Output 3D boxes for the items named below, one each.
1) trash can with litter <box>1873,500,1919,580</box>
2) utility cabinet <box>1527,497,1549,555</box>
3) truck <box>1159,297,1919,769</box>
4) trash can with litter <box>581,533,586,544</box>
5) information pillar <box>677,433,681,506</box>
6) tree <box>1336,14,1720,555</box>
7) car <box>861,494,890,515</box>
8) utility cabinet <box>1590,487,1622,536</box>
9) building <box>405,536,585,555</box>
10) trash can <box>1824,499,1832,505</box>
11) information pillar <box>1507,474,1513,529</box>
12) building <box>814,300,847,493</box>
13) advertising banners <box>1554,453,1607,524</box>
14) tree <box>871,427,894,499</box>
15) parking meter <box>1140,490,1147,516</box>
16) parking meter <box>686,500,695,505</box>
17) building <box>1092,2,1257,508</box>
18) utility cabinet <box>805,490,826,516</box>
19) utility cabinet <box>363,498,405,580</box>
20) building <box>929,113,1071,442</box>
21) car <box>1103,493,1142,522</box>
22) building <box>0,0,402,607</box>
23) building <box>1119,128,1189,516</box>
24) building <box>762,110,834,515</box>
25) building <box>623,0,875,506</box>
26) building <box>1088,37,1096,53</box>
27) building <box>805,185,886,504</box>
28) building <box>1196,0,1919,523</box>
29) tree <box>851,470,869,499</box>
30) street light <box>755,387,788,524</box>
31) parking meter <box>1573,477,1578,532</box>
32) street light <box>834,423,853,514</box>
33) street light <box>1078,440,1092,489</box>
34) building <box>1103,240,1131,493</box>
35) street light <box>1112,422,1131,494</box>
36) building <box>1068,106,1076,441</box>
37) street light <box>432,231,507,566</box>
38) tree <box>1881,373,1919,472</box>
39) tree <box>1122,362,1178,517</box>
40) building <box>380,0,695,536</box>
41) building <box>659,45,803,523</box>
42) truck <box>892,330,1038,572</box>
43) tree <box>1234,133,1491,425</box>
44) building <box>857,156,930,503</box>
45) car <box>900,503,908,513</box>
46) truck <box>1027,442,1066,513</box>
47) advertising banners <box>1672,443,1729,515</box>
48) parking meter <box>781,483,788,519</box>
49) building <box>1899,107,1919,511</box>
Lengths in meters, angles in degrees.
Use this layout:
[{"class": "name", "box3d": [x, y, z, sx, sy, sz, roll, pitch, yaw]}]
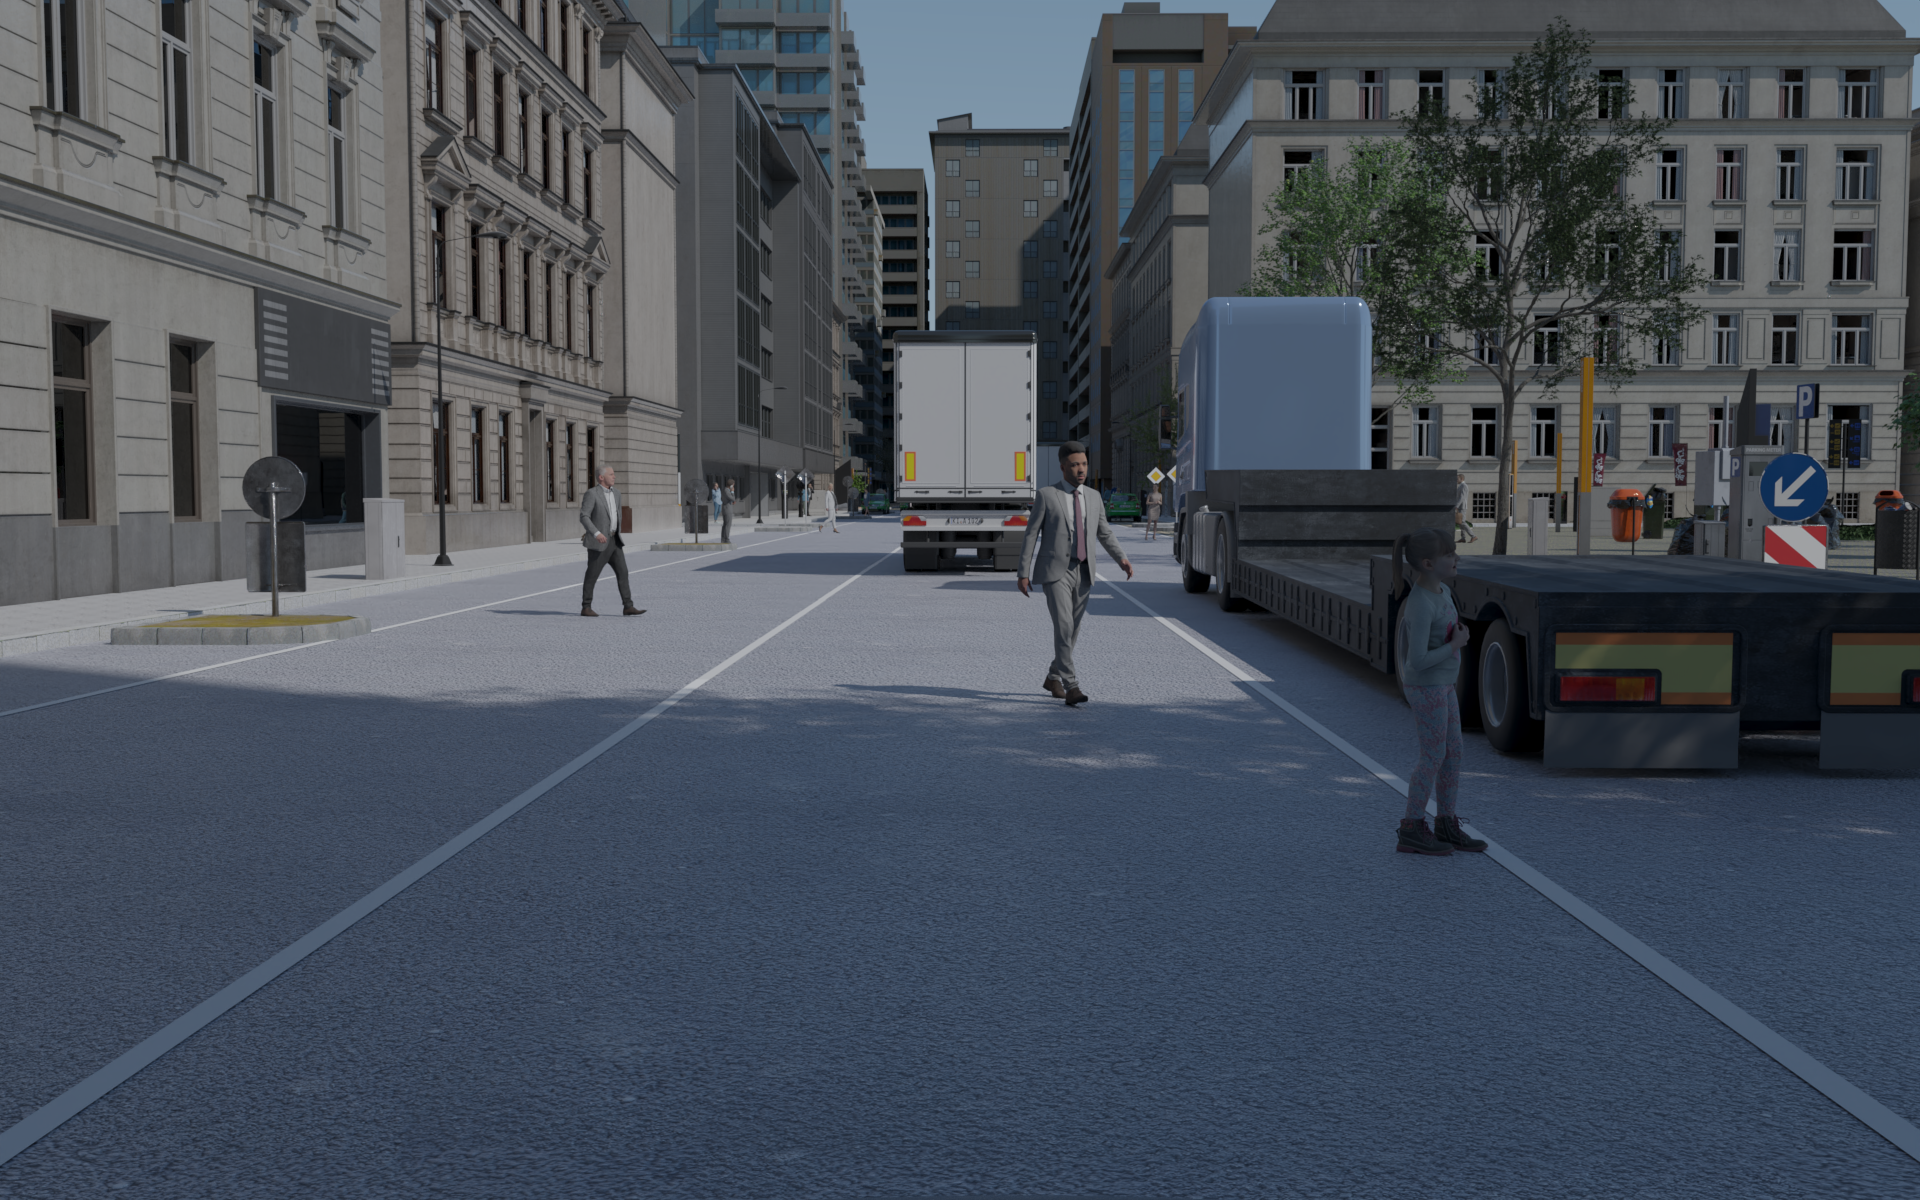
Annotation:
[{"class": "trash can with litter", "box3d": [11.923, -0.629, 21.339, 1.678, 1.210, 2.233, -3, 5, -41]}, {"class": "utility cabinet", "box3d": [11.018, -1.340, 33.070, 0.306, 1.237, 1.020, 1, 4, 13]}, {"class": "truck", "box3d": [4.308, -1.722, 17.906, 2.967, 4.110, 18.799, 0, 4, 1]}, {"class": "trash can with litter", "box3d": [-9.490, -2.029, 44.558, 0.624, 1.170, 1.055, -2, 4, -34]}, {"class": "information pillar", "box3d": [-10.964, -4.632, 67.080, 0.183, 3.616, 0.504, -2, 4, -34]}, {"class": "tree", "box3d": [10.856, -6.056, 33.433, 7.601, 10.594, 8.767, 0, 4, 1]}, {"class": "car", "box3d": [-5.962, -6.960, 122.589, 1.959, 1.807, 4.718, 0, 4, 2]}, {"class": "utility cabinet", "box3d": [19.278, -2.660, 52.175, 1.173, 1.500, 0.318, 1, 4, 18]}, {"class": "building", "box3d": [-15.846, -11.034, 45.030, 10.561, 19.102, 19.286, 0, 4, 1]}, {"class": "trash can", "box3d": [26.761, -2.583, 53.881, 0.748, 1.137, 0.748, 0, 3, 0]}, {"class": "information pillar", "box3d": [20.056, -3.608, 63.477, 0.304, 2.012, 0.304, 3, 5, 41]}, {"class": "building", "box3d": [-15.091, -16.832, 139.825, 10.561, 19.102, 19.286, 0, 4, 1]}, {"class": "advertising banners", "box3d": [26.542, -4.767, 74.127, 2.074, 3.025, 0.090, 1, 4, 18]}, {"class": "tree", "box3d": [-7.675, -14.646, 189.830, 4.360, 8.622, 3.978, 0, 3, 0]}, {"class": "parking meter", "box3d": [10.787, -5.712, 101.801, 0.372, 1.533, 0.369, 0, 3, 0]}, {"class": "parking meter", "box3d": [-10.522, -3.630, 67.768, 0.372, 1.533, 0.369, 0, 3, 0]}, {"class": "building", "box3d": [19.459, -31.178, 159.873, 14.600, 45.320, 14.200, 0, 4, 1]}, {"class": "utility cabinet", "box3d": [-8.435, -5.658, 101.193, 1.173, 1.500, 0.318, -1, 4, -22]}, {"class": "utility cabinet", "box3d": [-8.742, -0.929, 26.353, 0.306, 1.237, 1.020, 0, 4, 0]}, {"class": "building", "box3d": [9.701, -40.273, 247.698, 27.495, 52.752, 28.713, 0, 4, 1]}, {"class": "car", "box3d": [8.400, -4.930, 89.405, 1.959, 1.807, 4.718, 0, 4, 3]}, {"class": "building", "box3d": [-18.879, -14.462, 12.868, 17.030, 29.872, 44.131, 0, 4, 1]}, {"class": "building", "box3d": [19.777, -17.233, 115.038, 16.112, 22.955, 30.059, 0, 4, 1]}, {"class": "building", "box3d": [-16.597, -19.845, 117.967, 14.314, 27.812, 24.014, 0, 4, 1]}, {"class": "building", "box3d": [-20.569, -33.374, 165.273, 23.786, 49.044, 30.456, 0, 4, 1]}, {"class": "building", "box3d": [23.385, -33.877, 177.596, 21.300, 48.544, 21.600, 0, 4, 1]}, {"class": "building", "box3d": [-21.300, -31.665, 209.596, 23.993, 40.220, 32.217, 0, 4, 1]}, {"class": "building", "box3d": [26.988, -15.247, 82.574, 30.059, 22.955, 16.112, 0, 4, 1]}, {"class": "tree", "box3d": [-8.010, -8.653, 136.076, 1.663, 3.219, 1.824, 0, 3, 0]}, {"class": "street light", "box3d": [-8.154, -6.266, 74.993, 1.470, 5.913, 1.316, 0, 4, 1]}, {"class": "parking meter", "box3d": [21.079, -3.255, 58.931, 0.399, 1.863, 0.255, -3, 4, -38]}, {"class": "street light", "box3d": [-7.694, -8.632, 113.680, 1.470, 5.913, 1.316, 0, 4, 1]}, {"class": "street light", "box3d": [10.853, -10.841, 149.789, 1.470, 5.913, 1.316, 0, 4, 1]}, {"class": "building", "box3d": [17.786, -19.036, 140.119, 11.050, 23.489, 19.941, 0, 4, 1]}, {"class": "street light", "box3d": [10.406, -8.478, 111.154, 1.470, 5.913, 1.316, 0, 4, 1]}, {"class": "building", "box3d": [23.720, -35.200, 199.226, 21.300, 48.544, 21.600, 0, 4, 1]}, {"class": "street light", "box3d": [-8.707, -3.563, 30.797, 1.470, 5.913, 1.316, 0, 4, 1]}, {"class": "tree", "box3d": [19.945, -3.072, 33.939, 4.285, 4.588, 4.351, 0, 3, 0]}, {"class": "tree", "box3d": [11.218, -8.851, 95.071, 4.737, 8.622, 4.395, 0, 3, 0]}, {"class": "building", "box3d": [-19.725, -12.001, 60.849, 19.286, 19.102, 10.561, 0, 4, 1]}, {"class": "building", "box3d": [-16.840, -16.602, 90.517, 14.314, 24.678, 30.058, 0, 4, 1]}, {"class": "truck", "box3d": [0.160, -2.837, 35.295, 2.839, 4.237, 11.283, 0, 4, 1]}, {"class": "tree", "box3d": [11.461, -7.611, 50.202, 9.928, 11.665, 9.643, 0, 3, 0]}, {"class": "building", "box3d": [-15.268, -37.991, 244.858, 21.600, 48.544, 21.300, 0, 4, 1]}, {"class": "car", "box3d": [-3.574, -7.377, 129.402, 1.959, 1.807, 4.718, 0, 4, 0]}, {"class": "truck", "box3d": [4.839, -6.756, 99.366, 2.839, 4.237, 11.283, 0, 4, 1]}, {"class": "advertising banners", "box3d": [25.283, -3.838, 58.944, 2.074, 3.025, 0.090, 3, 4, 36]}, {"class": "parking meter", "box3d": [-9.081, -5.139, 89.733, 0.255, 1.863, 0.399, -2, 4, -23]}, {"class": "building", "box3d": [54.031, -14.646, 81.255, 24.055, 21.916, 13.314, 0, 4, 1]}]
